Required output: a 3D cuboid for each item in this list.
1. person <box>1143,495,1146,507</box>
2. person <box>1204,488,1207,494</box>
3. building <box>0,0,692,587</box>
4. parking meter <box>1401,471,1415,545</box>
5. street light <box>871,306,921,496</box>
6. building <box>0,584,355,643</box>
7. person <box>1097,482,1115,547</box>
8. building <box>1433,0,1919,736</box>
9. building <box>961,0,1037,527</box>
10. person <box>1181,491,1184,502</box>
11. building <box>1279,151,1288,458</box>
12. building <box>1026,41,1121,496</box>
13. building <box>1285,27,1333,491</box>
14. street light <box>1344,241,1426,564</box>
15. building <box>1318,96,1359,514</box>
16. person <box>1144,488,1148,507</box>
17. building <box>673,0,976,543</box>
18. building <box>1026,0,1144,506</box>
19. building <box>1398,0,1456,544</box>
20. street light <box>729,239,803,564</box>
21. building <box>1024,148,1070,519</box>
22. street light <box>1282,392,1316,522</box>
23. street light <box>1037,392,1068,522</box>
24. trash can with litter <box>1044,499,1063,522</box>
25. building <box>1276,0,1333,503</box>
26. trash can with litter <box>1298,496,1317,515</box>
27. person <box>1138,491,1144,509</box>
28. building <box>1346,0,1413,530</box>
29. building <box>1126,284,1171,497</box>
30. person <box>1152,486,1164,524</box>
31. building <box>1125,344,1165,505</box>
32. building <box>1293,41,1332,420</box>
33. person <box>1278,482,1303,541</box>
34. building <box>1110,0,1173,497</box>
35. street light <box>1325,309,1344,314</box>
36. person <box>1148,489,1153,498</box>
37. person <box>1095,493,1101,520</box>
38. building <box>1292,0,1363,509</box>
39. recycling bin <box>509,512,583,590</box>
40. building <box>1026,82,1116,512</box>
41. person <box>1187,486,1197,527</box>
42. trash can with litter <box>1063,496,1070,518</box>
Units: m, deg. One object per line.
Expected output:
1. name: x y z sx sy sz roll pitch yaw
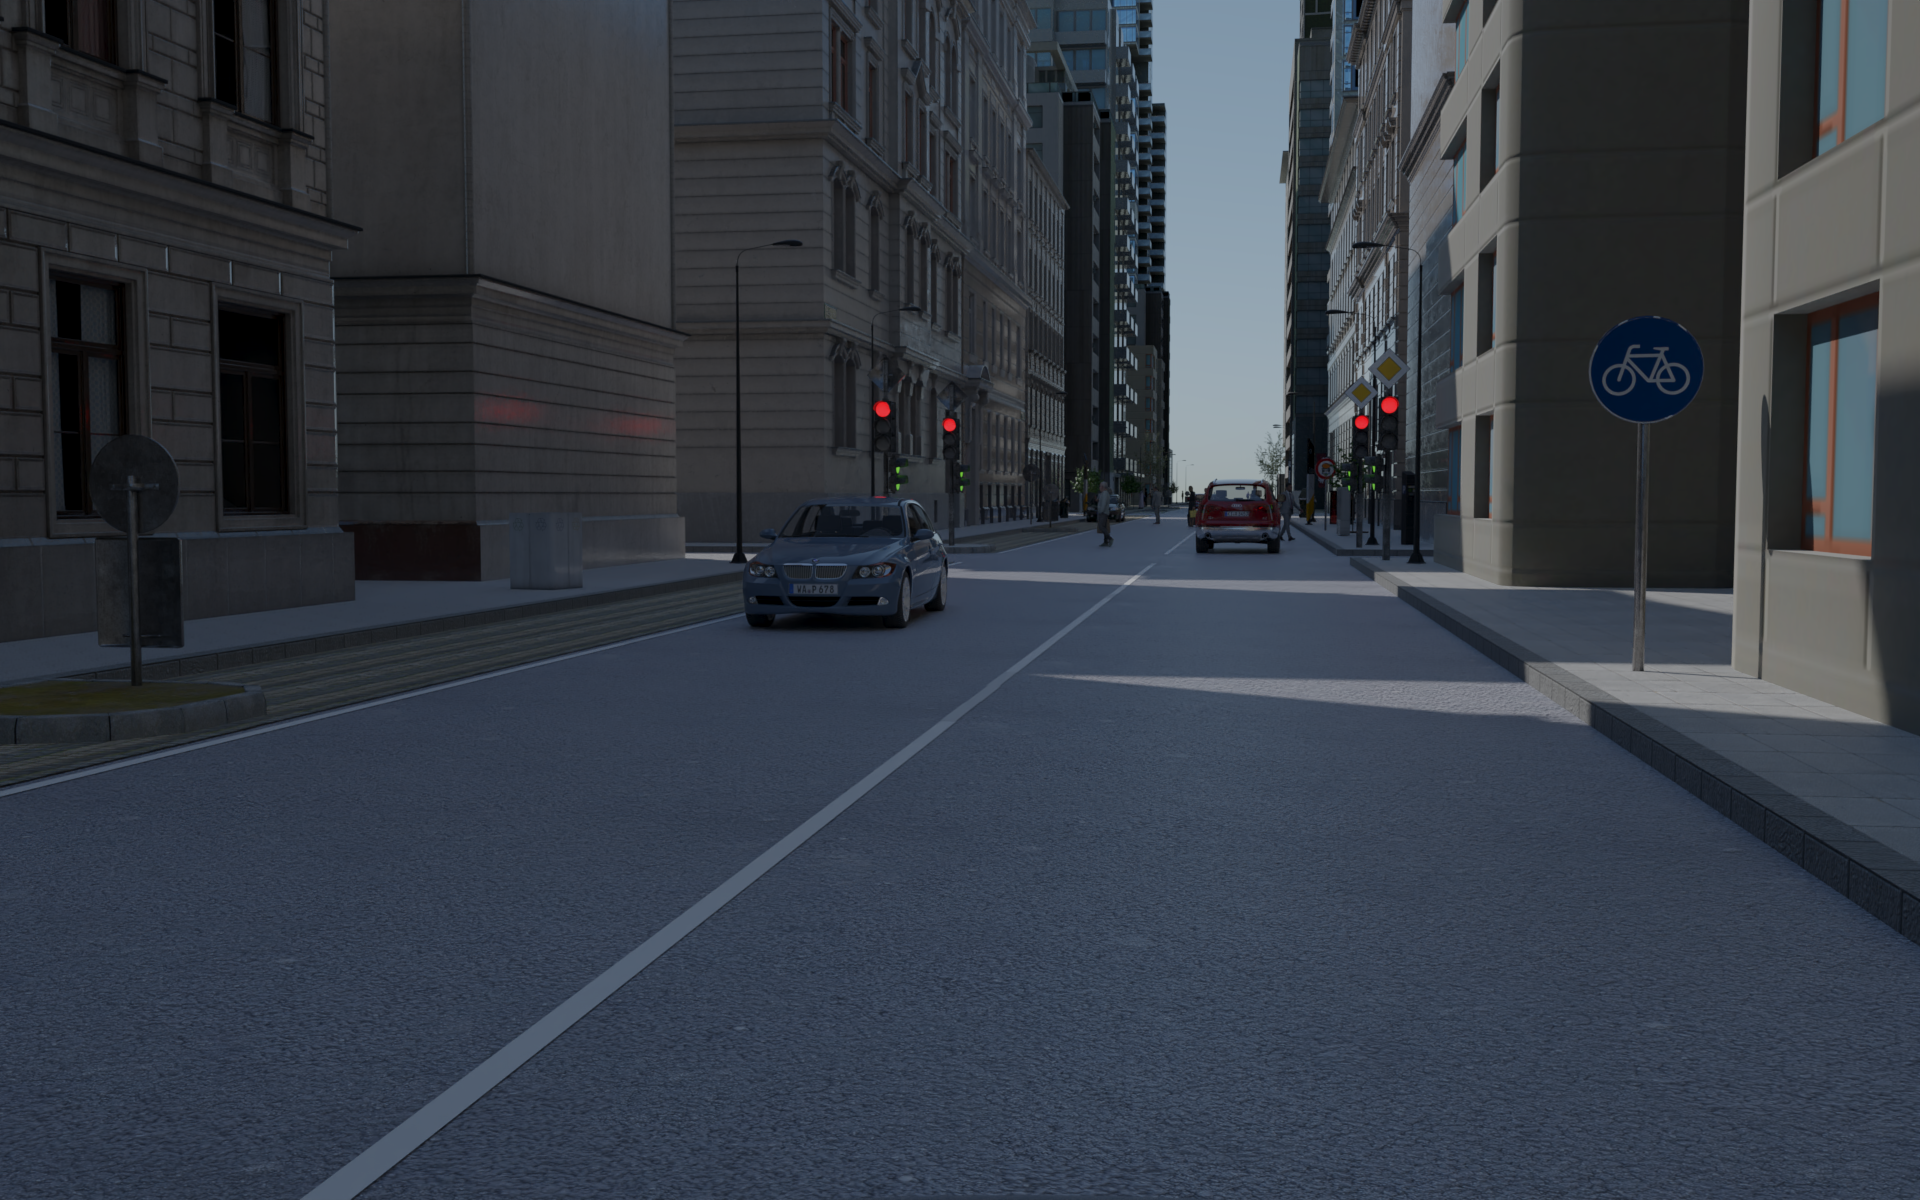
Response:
1. person: 17.642 -9.652 167.090 0.697 1.427 0.421 0 4 -6
2. person: 13.485 -5.283 95.274 0.834 1.777 0.661 -1 4 -18
3. building: -15.211 -10.171 30.921 19.286 19.102 10.561 1 4 9
4. parking meter: 11.341 -2.328 43.772 0.255 1.863 0.399 -1 4 -8
5. street light: -1.645 -4.314 43.070 1.470 5.913 1.316 1 4 9
6. building: -13.395 -9.020 12.105 10.561 19.102 19.286 1 4 9
7. person: 3.968 -2.334 47.141 0.515 1.767 0.782 1 4 8
8. building: 20.262 -10.435 15.650 27.650 21.520 28.899 1 4 9
9. building: -4.361 -17.844 77.653 13.634 28.700 20.117 1 4 9
10. person: 34.172 -15.897 266.047 0.705 1.812 1.348 0 4 -1
11. building: 61.777 -40.777 255.949 28.713 52.752 27.495 1 4 9
12. building: -2.897 -27.771 145.937 32.217 40.220 23.993 1 4 9
13. building: 44.387 -33.804 176.403 21.300 48.544 21.600 1 4 9
14. street light: 7.904 -3.633 31.938 1.470 5.913 1.316 1 4 9
15. building: 29.176 -16.247 98.928 16.112 22.955 30.059 1 4 9
16. person: 18.285 -10.093 170.687 0.705 1.869 1.348 1 4 10
17. building: -7.766 -16.432 56.058 14.401 28.519 23.554 1 4 9
18. building: 6.026 -33.789 172.060 23.786 49.044 30.456 1 4 9
19. building: 24.500 -15.108 44.285 25.104 27.353 12.463 1 4 9
20. street light: -3.557 -3.627 31.839 1.470 5.913 1.316 1 4 9
21. building: 0.315 -15.132 96.560 9.793 20.994 18.267 1 4 9
22. street light: 15.604 -6.516 79.081 1.470 5.913 1.316 1 4 9
23. street light: 4.187 -6.502 78.841 1.470 5.913 1.316 1 4 9
24. trash can with litter: 4.248 -4.236 80.648 0.624 1.170 1.055 1 4 15
25. building: 49.103 -47.128 208.786 20.563 71.187 20.611 1 4 9
26. trash can with litter: 21.490 -5.856 107.131 1.055 1.170 0.624 0 4 -1
27. person: 15.739 -8.810 150.755 0.621 1.740 0.551 -1 4 -14
28. building: 22.954 -16.794 71.850 12.463 27.353 25.104 1 4 9
29. building: 21.514 -28.530 238.174 14.160 30.474 14.107 1 4 9
30. person: 9.443 -4.551 83.004 0.391 1.810 0.635 3 5 40
31. building: 11.131 -22.794 217.718 27.650 21.520 28.899 1 4 9
32. building: 37.970 -29.115 159.629 14.154 41.232 14.086 1 4 9
33. person: 10.044 -2.714 53.141 0.678 1.792 0.850 -3 4 -37
34. building: 21.105 -57.900 259.342 22.319 86.520 31.000 1 4 9
35. street light: 9.870 -4.348 43.626 1.470 5.913 1.316 1 4 9
36. person: 20.718 -11.092 187.031 1.348 1.869 0.705 1 4 21
37. person: 5.702 -3.720 69.888 0.480 1.755 0.524 1 4 21
38. building: 38.162 -50.317 135.351 22.319 86.520 31.000 1 4 9
39. recycling bin: -5.624 -0.672 23.545 0.722 1.027 0.722 1 4 23
40. building: 3.693 -21.640 125.510 14.160 30.474 14.107 1 4 9
41. person: 10.220 -4.115 75.995 0.699 1.804 1.509 1 4 19
42. trash can with litter: 5.268 -4.908 91.636 1.055 1.170 0.624 0 4 2
